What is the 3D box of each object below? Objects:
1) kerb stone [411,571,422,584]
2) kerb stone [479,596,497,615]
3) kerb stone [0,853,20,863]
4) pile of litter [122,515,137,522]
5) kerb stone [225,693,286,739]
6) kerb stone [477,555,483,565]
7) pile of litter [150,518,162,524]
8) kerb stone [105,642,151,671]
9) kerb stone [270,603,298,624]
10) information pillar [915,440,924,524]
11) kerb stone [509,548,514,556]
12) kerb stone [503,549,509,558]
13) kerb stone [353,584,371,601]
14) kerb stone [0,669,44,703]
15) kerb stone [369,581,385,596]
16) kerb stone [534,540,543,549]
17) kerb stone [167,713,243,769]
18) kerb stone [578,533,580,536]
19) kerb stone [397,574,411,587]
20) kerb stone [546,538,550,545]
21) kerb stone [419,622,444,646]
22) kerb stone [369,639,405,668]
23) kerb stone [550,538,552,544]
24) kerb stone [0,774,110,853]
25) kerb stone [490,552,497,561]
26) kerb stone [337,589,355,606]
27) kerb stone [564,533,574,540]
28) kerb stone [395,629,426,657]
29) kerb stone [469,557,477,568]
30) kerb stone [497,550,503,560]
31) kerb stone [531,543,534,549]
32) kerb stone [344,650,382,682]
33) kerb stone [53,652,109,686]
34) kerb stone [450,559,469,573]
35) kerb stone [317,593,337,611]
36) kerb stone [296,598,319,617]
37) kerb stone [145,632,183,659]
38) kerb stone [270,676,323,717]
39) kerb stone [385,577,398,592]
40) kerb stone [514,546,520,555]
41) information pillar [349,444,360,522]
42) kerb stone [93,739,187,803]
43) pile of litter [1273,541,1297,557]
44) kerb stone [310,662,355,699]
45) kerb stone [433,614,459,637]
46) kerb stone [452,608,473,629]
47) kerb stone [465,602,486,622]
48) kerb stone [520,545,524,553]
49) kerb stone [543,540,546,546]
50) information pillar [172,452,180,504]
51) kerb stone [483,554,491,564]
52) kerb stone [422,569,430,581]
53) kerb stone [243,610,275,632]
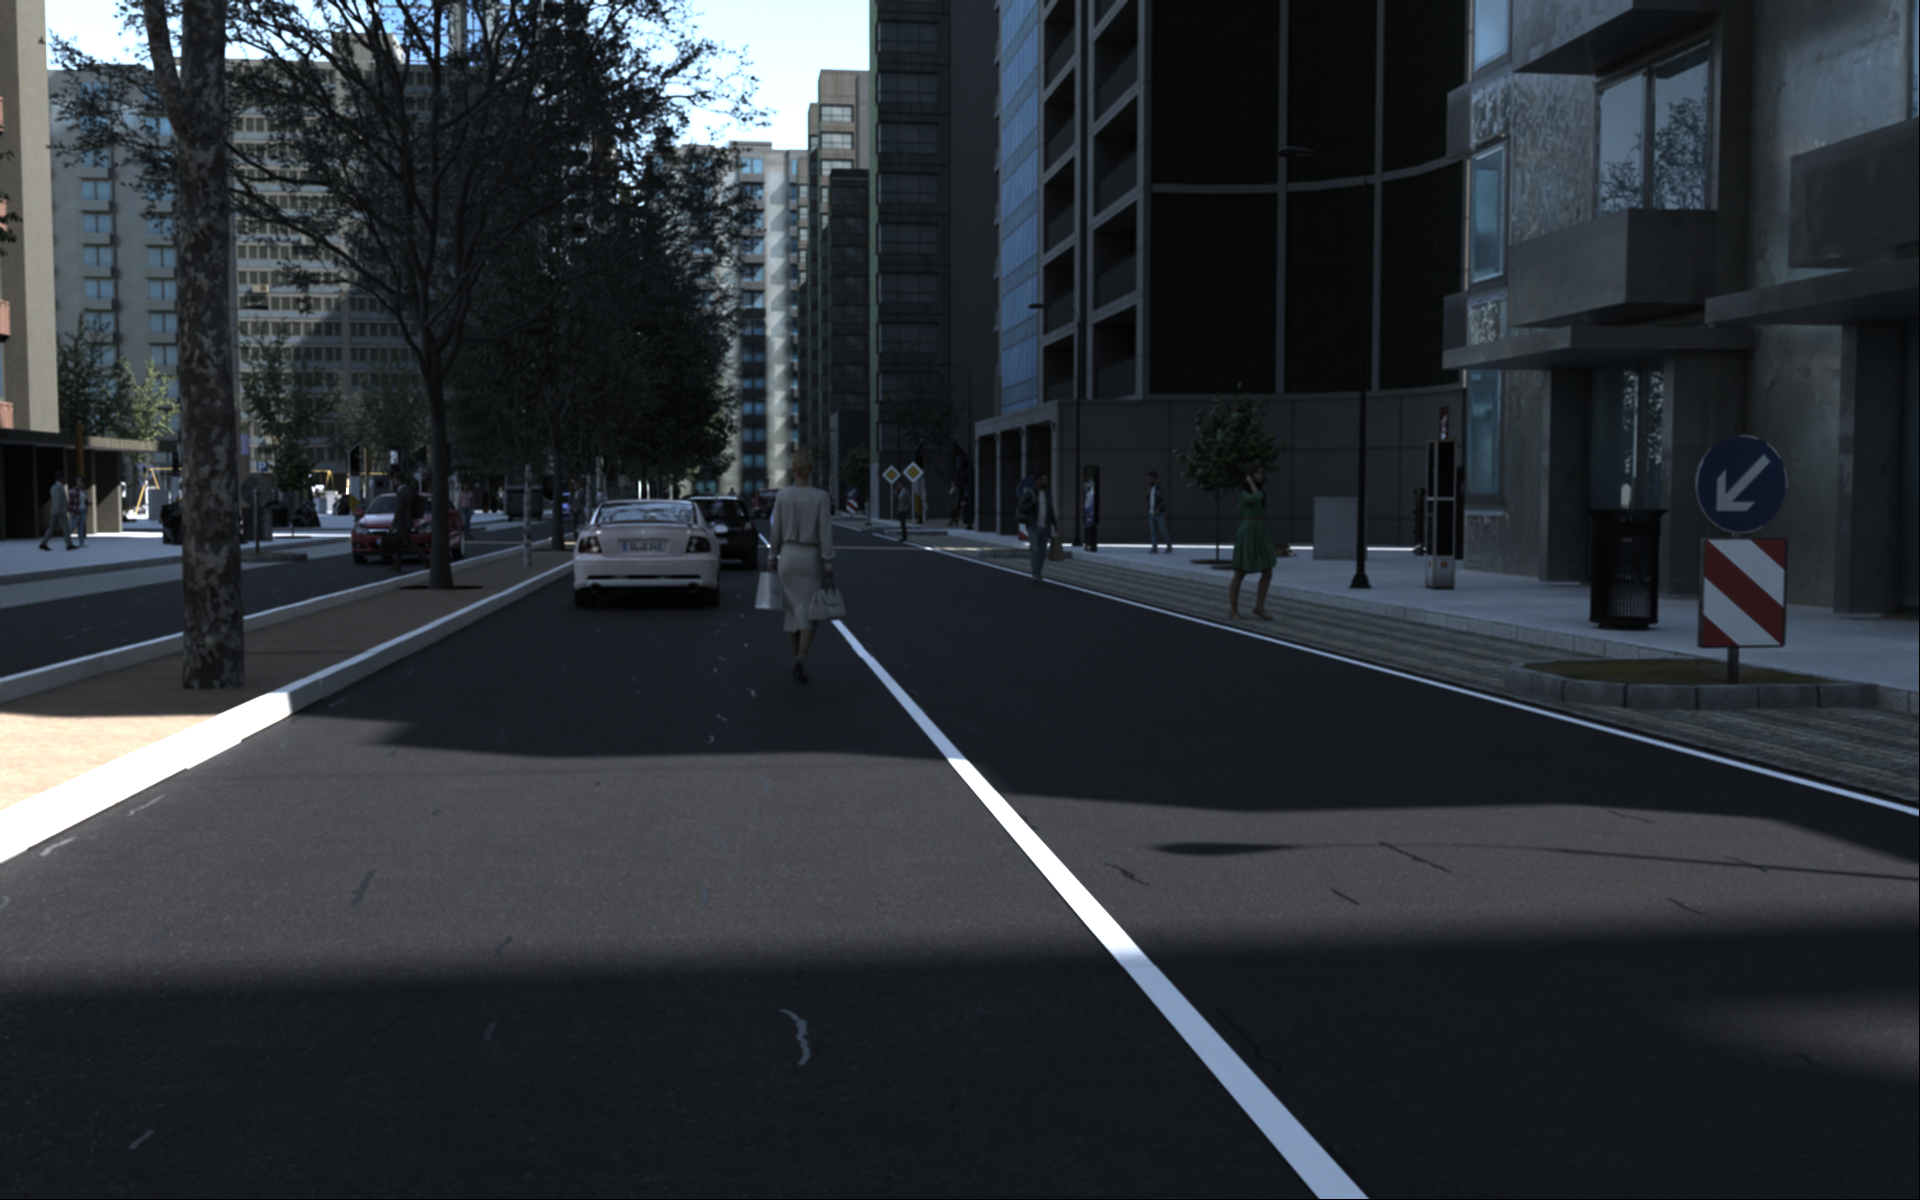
[{"bbox_3d":[-8.729,-0.324,27.511,0.120,0.150,1.000,0,4,-8],"label":"kerb stone"},{"bbox_3d":[-5.689,0.092,20.694,0.120,0.150,1.000,0,4,-8],"label":"kerb stone"},{"bbox_3d":[-3.750,0.962,6.472,0.120,0.150,1.000,0,4,-8],"label":"kerb stone"},{"bbox_3d":[-38.125,-3.970,78.878,1.176,0.858,1.719,-2,4,-24],"label":"pile of litter"},{"bbox_3d":[-4.306,0.714,10.529,0.120,0.150,1.000,0,4,-8],"label":"kerb stone"},{"bbox_3d":[-9.709,-0.759,34.598,0.120,0.150,1.000,0,4,-8],"label":"kerb stone"},{"bbox_3d":[-34.354,-3.757,75.385,1.719,0.858,1.176,-1,4,-23],"label":"pile of litter"},{"bbox_3d":[-6.941,0.483,14.327,0.120,0.150,1.000,0,4,-8],"label":"kerb stone"},{"bbox_3d":[-7.630,0.172,19.405,0.120,0.150,1.000,0,4,-8],"label":"kerb stone"},{"bbox_3d":[-1.757,-5.098,74.708,0.183,3.616,0.504,2,4,31],"label":"information pillar"},{"bbox_3d":[-10.392,-1.069,39.684,0.120,0.150,1.000,0,4,-8],"label":"kerb stone"},{"bbox_3d":[-10.253,-1.008,38.672,0.120,0.150,1.000,0,4,-8],"label":"kerb stone"},{"bbox_3d":[-8.179,-0.077,23.456,0.120,0.150,1.000,0,4,-8],"label":"kerb stone"},{"bbox_3d":[-6.658,0.606,12.284,0.120,0.150,1.000,0,4,-8],"label":"kerb stone"},{"bbox_3d":[-8.318,-0.139,24.470,0.120,0.150,1.000,0,4,-8],"label":"kerb stone"},{"bbox_3d":[-11.214,-1.441,45.785,0.120,0.150,1.000,0,4,-8],"label":"kerb stone"},{"bbox_3d":[-4.157,0.775,9.518,0.120,0.150,1.000,0,4,-8],"label":"kerb stone"},{"bbox_3d":[-12.882,-2.183,57.972,0.120,0.150,1.000,0,4,-8],"label":"kerb stone"},{"bbox_3d":[-8.599,-0.263,26.497,0.120,0.150,1.000,0,4,-8],"label":"kerb stone"},{"bbox_3d":[-11.495,-1.567,47.820,0.120,0.150,1.000,0,4,-8],"label":"kerb stone"},{"bbox_3d":[-5.125,0.343,16.629,0.120,0.150,1.000,0,4,-8],"label":"kerb stone"},{"bbox_3d":[-4.856,0.465,14.595,0.120,0.150,1.000,0,4,-8],"label":"kerb stone"},{"bbox_3d":[-11.635,-1.623,48.833,0.120,0.150,1.000,0,4,-8],"label":"kerb stone"},{"bbox_3d":[-3.890,0.904,7.486,0.120,0.150,1.000,0,4,-8],"label":"kerb stone"},{"bbox_3d":[-9.977,-0.883,36.637,0.120,0.150,1.000,0,4,-8],"label":"kerb stone"},{"bbox_3d":[-8.045,-0.014,22.443,0.120,0.150,1.000,0,4,-8],"label":"kerb stone"},{"bbox_3d":[-12.603,-2.064,55.940,0.120,0.150,1.000,0,4,-8],"label":"kerb stone"},{"bbox_3d":[-4.986,0.403,15.609,0.120,0.150,1.000,0,4,-8],"label":"kerb stone"},{"bbox_3d":[-9.559,-0.696,33.587,0.120,0.150,1.000,0,4,-8],"label":"kerb stone"},{"bbox_3d":[-10.111,-0.946,37.657,0.120,0.150,1.000,0,4,-8],"label":"kerb stone"},{"bbox_3d":[-10.951,-1.315,43.751,0.120,0.150,1.000,0,4,-8],"label":"kerb stone"},{"bbox_3d":[-4.715,0.533,13.577,0.120,0.150,1.000,0,4,-8],"label":"kerb stone"},{"bbox_3d":[-6.802,0.544,13.306,0.120,0.150,1.000,0,4,-8],"label":"kerb stone"},{"bbox_3d":[-9.417,-0.635,32.575,0.120,0.150,1.000,0,4,-8],"label":"kerb stone"},{"bbox_3d":[-7.911,0.047,21.430,0.120,0.150,1.000,0,4,-8],"label":"kerb stone"},{"bbox_3d":[-7.767,0.114,20.418,0.120,0.150,1.000,0,4,-8],"label":"kerb stone"},{"bbox_3d":[-7.081,0.423,15.346,0.120,0.150,1.000,0,4,-8],"label":"kerb stone"},{"bbox_3d":[-4.445,0.651,11.545,0.120,0.150,1.000,0,4,-8],"label":"kerb stone"},{"bbox_3d":[-8.459,-0.195,25.485,0.120,0.150,1.000,0,4,-8],"label":"kerb stone"},{"bbox_3d":[-10.527,-1.132,40.700,0.120,0.150,1.000,0,4,-8],"label":"kerb stone"},{"bbox_3d":[-28.032,-5.436,80.232,0.504,3.616,0.183,-3,5,-44],"label":"information pillar"},{"bbox_3d":[-4.028,0.838,8.501,0.120,0.150,1.000,0,4,-8],"label":"kerb stone"},{"bbox_3d":[6.297,-1.315,35.470,1.719,0.858,1.176,-2,4,-34],"label":"pile of litter"},{"bbox_3d":[-4.575,0.589,12.564,0.120,0.150,1.000,0,4,-8],"label":"kerb stone"},{"bbox_3d":[-5.271,0.279,17.641,0.120,0.150,1.000,0,4,-8],"label":"kerb stone"},{"bbox_3d":[-5.406,0.217,18.662,0.120,0.150,1.000,0,4,-8],"label":"kerb stone"},{"bbox_3d":[-5.547,0.154,19.681,0.120,0.150,1.000,0,4,-8],"label":"kerb stone"},{"bbox_3d":[-10.669,-1.194,41.723,0.120,0.150,1.000,0,4,-8],"label":"kerb stone"},{"bbox_3d":[-11.360,-1.502,46.807,0.120,0.150,1.000,0,4,-8],"label":"kerb stone"},{"bbox_3d":[-37.232,-5.558,82.232,0.183,3.616,0.504,0,4,2],"label":"information pillar"},{"bbox_3d":[-9.837,-0.816,35.620,0.120,0.150,1.000,0,4,-8],"label":"kerb stone"},{"bbox_3d":[-8.870,-0.387,28.523,0.120,0.150,1.000,0,4,-8],"label":"kerb stone"},{"bbox_3d":[-7.492,0.238,18.389,0.120,0.150,1.000,0,4,-8],"label":"kerb stone"}]
